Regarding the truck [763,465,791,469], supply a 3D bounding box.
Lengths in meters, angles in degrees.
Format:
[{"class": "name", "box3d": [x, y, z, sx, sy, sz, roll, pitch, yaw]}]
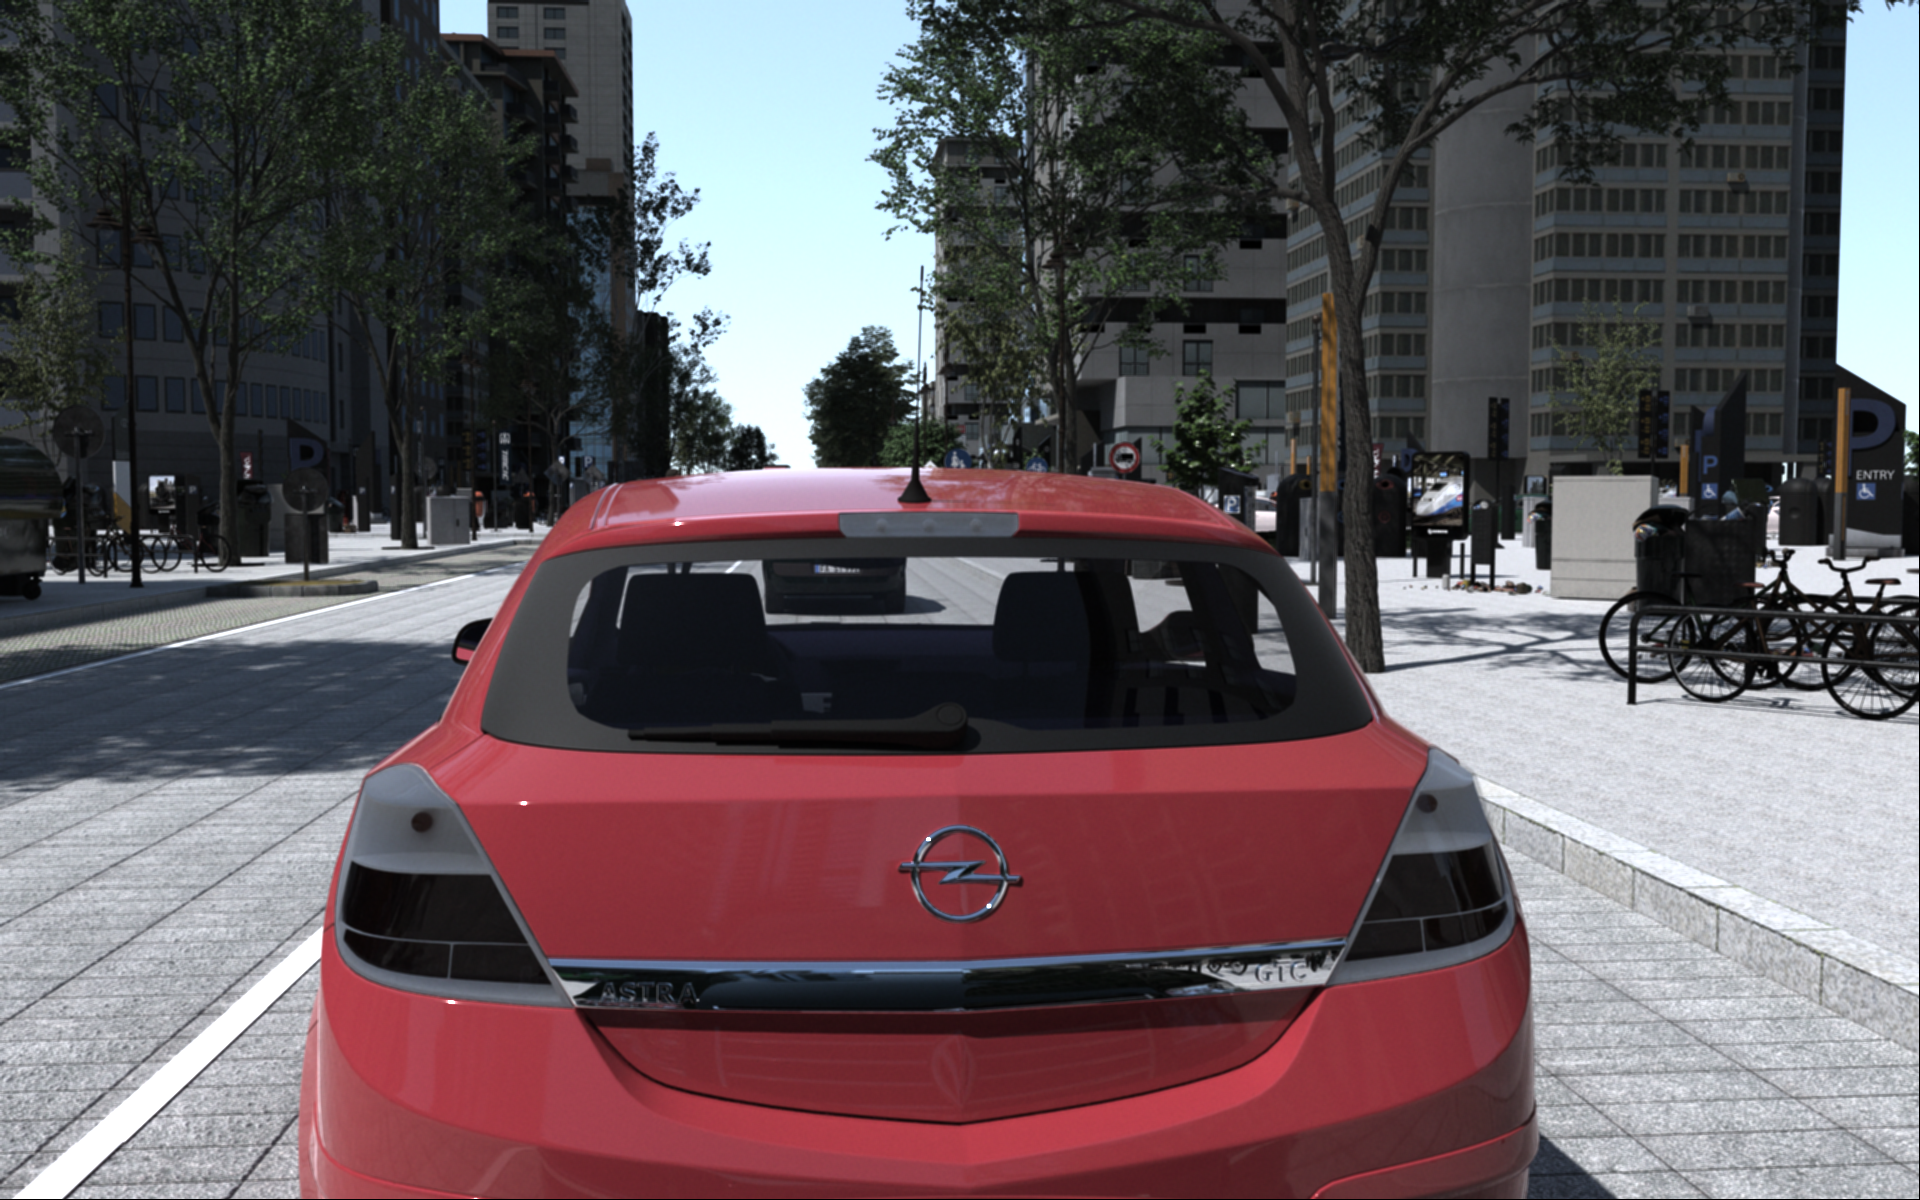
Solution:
[{"class": "truck", "box3d": [-17.828, -10.978, 168.406, 2.839, 4.237, 11.283, 0, 4, -4]}]

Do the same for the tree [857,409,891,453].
[{"class": "tree", "box3d": [-6.899, -11.605, 140.106, 4.737, 8.622, 4.395, 0, 3, 0]}]

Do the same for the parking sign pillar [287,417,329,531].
[{"class": "parking sign pillar", "box3d": [-22.699, -4.394, 60.320, 1.447, 3.967, 1.447, -2, 4, -25]}]

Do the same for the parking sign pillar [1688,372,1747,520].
[{"class": "parking sign pillar", "box3d": [16.768, -3.033, 38.068, 1.447, 3.967, 1.447, -3, 5, -43]}]

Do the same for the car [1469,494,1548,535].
[{"class": "car", "box3d": [18.400, -2.776, 57.193, 4.920, 1.459, 2.131, 0, 4, -5]}]

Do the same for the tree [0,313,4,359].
[{"class": "tree", "box3d": [-24.829, -5.519, 40.595, 4.360, 8.622, 3.978, 0, 3, 0]}]

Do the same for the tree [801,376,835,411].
[{"class": "tree", "box3d": [-16.064, -24.260, 252.538, 12.611, 20.169, 13.585, 0, 3, 0]}]

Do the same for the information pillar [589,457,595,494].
[{"class": "information pillar", "box3d": [-23.173, -7.205, 109.161, 0.504, 3.616, 0.183, 2, 4, 28]}]

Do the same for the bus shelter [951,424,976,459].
[{"class": "bus shelter", "box3d": [-0.506, -7.299, 96.976, 2.179, 5.291, 8.768, 0, 4, -5]}]

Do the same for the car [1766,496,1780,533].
[{"class": "car", "box3d": [27.529, -2.810, 58.310, 4.827, 1.381, 2.083, 0, 4, -7]}]

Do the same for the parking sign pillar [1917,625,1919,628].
[{"class": "parking sign pillar", "box3d": [9.847, -1.697, 16.223, 1.447, 3.967, 1.447, -3, 5, -45]}]

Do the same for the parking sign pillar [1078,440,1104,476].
[{"class": "parking sign pillar", "box3d": [6.510, -5.965, 86.005, 1.447, 3.967, 1.447, -2, 4, -24]}]

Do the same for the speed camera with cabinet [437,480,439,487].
[{"class": "speed camera with cabinet", "box3d": [-32.253, -6.981, 108.469, 2.038, 3.252, 0.660, -1, 4, -13]}]

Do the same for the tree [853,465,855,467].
[{"class": "tree", "box3d": [-9.121, -13.069, 164.043, 4.360, 8.622, 3.978, 0, 3, 0]}]

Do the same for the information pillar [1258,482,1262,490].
[{"class": "information pillar", "box3d": [18.677, -6.365, 108.558, 0.304, 2.012, 0.304, -2, 4, -30]}]

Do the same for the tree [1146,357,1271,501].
[{"class": "tree", "box3d": [3.303, -1.818, 24.332, 1.663, 3.219, 1.824, 0, 3, 0]}]

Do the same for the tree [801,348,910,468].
[{"class": "tree", "box3d": [-8.596, -14.788, 148.431, 9.857, 13.997, 8.962, 0, 3, 0]}]

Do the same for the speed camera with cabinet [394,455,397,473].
[{"class": "speed camera with cabinet", "box3d": [-28.112, -5.750, 88.355, 2.038, 3.252, 0.660, 2, 4, 25]}]

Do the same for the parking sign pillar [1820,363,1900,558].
[{"class": "parking sign pillar", "box3d": [18.528, -2.867, 35.351, 1.447, 3.967, 1.447, 2, 4, 33]}]

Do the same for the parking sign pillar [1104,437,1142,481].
[{"class": "parking sign pillar", "box3d": [7.932, -5.716, 81.926, 1.447, 3.967, 1.447, -2, 4, -29]}]

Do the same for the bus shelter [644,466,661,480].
[{"class": "bus shelter", "box3d": [-23.021, -8.171, 127.516, 2.014, 3.302, 5.546, 0, 4, -5]}]

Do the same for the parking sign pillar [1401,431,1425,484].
[{"class": "parking sign pillar", "box3d": [19.231, -5.206, 73.598, 1.447, 3.967, 1.447, -1, 4, -14]}]

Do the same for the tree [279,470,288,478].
[{"class": "tree", "box3d": [-28.057, -4.878, 74.354, 1.663, 3.219, 1.824, 0, 3, 0]}]

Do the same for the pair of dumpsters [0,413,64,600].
[{"class": "pair of dumpsters", "box3d": [-11.483, -1.002, 18.880, 1.574, 2.255, 4.437, 0, 4, -5]}]

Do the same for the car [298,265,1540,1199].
[{"class": "car", "box3d": [-0.215, 0.296, 4.196, 2.155, 1.783, 4.494, 0, 4, -6]}]

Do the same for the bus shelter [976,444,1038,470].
[{"class": "bus shelter", "box3d": [1.919, -4.798, 72.364, 2.014, 3.302, 5.546, 0, 4, -5]}]

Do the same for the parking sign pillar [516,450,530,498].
[{"class": "parking sign pillar", "box3d": [-26.725, -7.194, 106.086, 1.447, 3.967, 1.447, -3, 4, -38]}]

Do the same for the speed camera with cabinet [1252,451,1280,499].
[{"class": "speed camera with cabinet", "box3d": [13.288, -5.078, 77.360, 0.660, 3.252, 2.038, -2, 4, -25]}]

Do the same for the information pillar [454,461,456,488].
[{"class": "information pillar", "box3d": [-36.202, -8.126, 124.219, 0.183, 3.616, 0.504, -1, 4, -13]}]

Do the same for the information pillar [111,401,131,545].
[{"class": "information pillar", "box3d": [-21.031, -3.189, 43.492, 0.183, 3.616, 0.504, 1, 4, 22]}]

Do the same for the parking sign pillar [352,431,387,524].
[{"class": "parking sign pillar", "box3d": [-25.450, -5.264, 74.532, 1.447, 3.967, 1.447, 3, 4, 39]}]

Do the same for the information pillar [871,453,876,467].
[{"class": "information pillar", "box3d": [-4.854, -6.488, 97.425, 0.183, 3.616, 0.504, 2, 4, 31]}]

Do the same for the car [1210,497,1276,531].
[{"class": "car", "box3d": [9.457, -2.617, 55.152, 4.827, 1.381, 2.083, 0, 4, -4]}]

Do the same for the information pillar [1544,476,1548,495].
[{"class": "information pillar", "box3d": [24.280, -4.142, 72.216, 0.304, 2.012, 0.304, 0, 4, -7]}]

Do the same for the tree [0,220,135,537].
[{"class": "tree", "box3d": [-24.588, -5.904, 46.888, 4.737, 8.622, 4.395, 0, 3, 0]}]

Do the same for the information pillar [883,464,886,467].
[{"class": "information pillar", "box3d": [-5.357, -8.095, 123.709, 0.183, 3.616, 0.504, -3, 5, -41]}]

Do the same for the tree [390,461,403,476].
[{"class": "tree", "box3d": [-32.296, -6.462, 100.255, 1.663, 3.219, 1.824, 0, 3, 0]}]

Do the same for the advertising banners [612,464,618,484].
[{"class": "advertising banners", "box3d": [-20.976, -6.507, 102.579, 2.074, 3.025, 0.090, 2, 4, 30]}]

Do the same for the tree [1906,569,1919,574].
[{"class": "tree", "box3d": [16.045, -2.038, 27.919, 1.663, 3.219, 1.824, 0, 3, 0]}]

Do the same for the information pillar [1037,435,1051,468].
[{"class": "information pillar", "box3d": [3.375, -4.744, 68.924, 0.504, 3.616, 0.183, -1, 4, -13]}]

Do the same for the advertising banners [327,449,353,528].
[{"class": "advertising banners", "box3d": [-23.631, -4.293, 66.376, 2.074, 3.025, 0.090, -3, 5, -45]}]

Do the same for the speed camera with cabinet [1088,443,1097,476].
[{"class": "speed camera with cabinet", "box3d": [4.879, -4.404, 66.347, 0.660, 3.252, 2.038, 3, 5, 44]}]

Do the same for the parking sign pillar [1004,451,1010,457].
[{"class": "parking sign pillar", "box3d": [2.430, -7.218, 106.480, 1.447, 3.967, 1.447, 0, 4, -6]}]

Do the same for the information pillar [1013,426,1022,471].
[{"class": "information pillar", "box3d": [1.984, -4.182, 59.735, 0.183, 3.616, 0.504, -2, 4, -29]}]

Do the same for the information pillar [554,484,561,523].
[{"class": "information pillar", "box3d": [-17.522, -4.327, 75.230, 0.304, 2.012, 0.304, 0, 4, 6]}]

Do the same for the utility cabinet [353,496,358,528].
[{"class": "utility cabinet", "box3d": [-22.503, -3.293, 64.999, 0.306, 1.237, 1.020, -2, 4, -33]}]

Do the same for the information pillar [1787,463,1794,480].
[{"class": "information pillar", "box3d": [45.503, -6.337, 94.964, 0.504, 3.616, 0.183, -2, 4, -30]}]

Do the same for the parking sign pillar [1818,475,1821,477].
[{"class": "parking sign pillar", "box3d": [60.254, -8.168, 122.013, 1.447, 3.967, 1.447, 2, 4, 30]}]

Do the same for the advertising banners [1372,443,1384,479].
[{"class": "advertising banners", "box3d": [13.577, -3.895, 59.866, 2.074, 3.025, 0.090, 1, 4, 13]}]

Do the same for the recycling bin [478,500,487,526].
[{"class": "recycling bin", "box3d": [-19.662, -3.545, 70.513, 0.722, 1.027, 0.722, 0, 4, -7]}]

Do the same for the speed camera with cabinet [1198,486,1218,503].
[{"class": "speed camera with cabinet", "box3d": [9.510, -4.336, 65.233, 0.660, 3.252, 2.038, 0, 4, -7]}]

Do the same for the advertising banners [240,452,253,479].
[{"class": "advertising banners", "box3d": [-28.704, -4.614, 71.631, 2.074, 3.025, 0.090, 0, 4, -1]}]
